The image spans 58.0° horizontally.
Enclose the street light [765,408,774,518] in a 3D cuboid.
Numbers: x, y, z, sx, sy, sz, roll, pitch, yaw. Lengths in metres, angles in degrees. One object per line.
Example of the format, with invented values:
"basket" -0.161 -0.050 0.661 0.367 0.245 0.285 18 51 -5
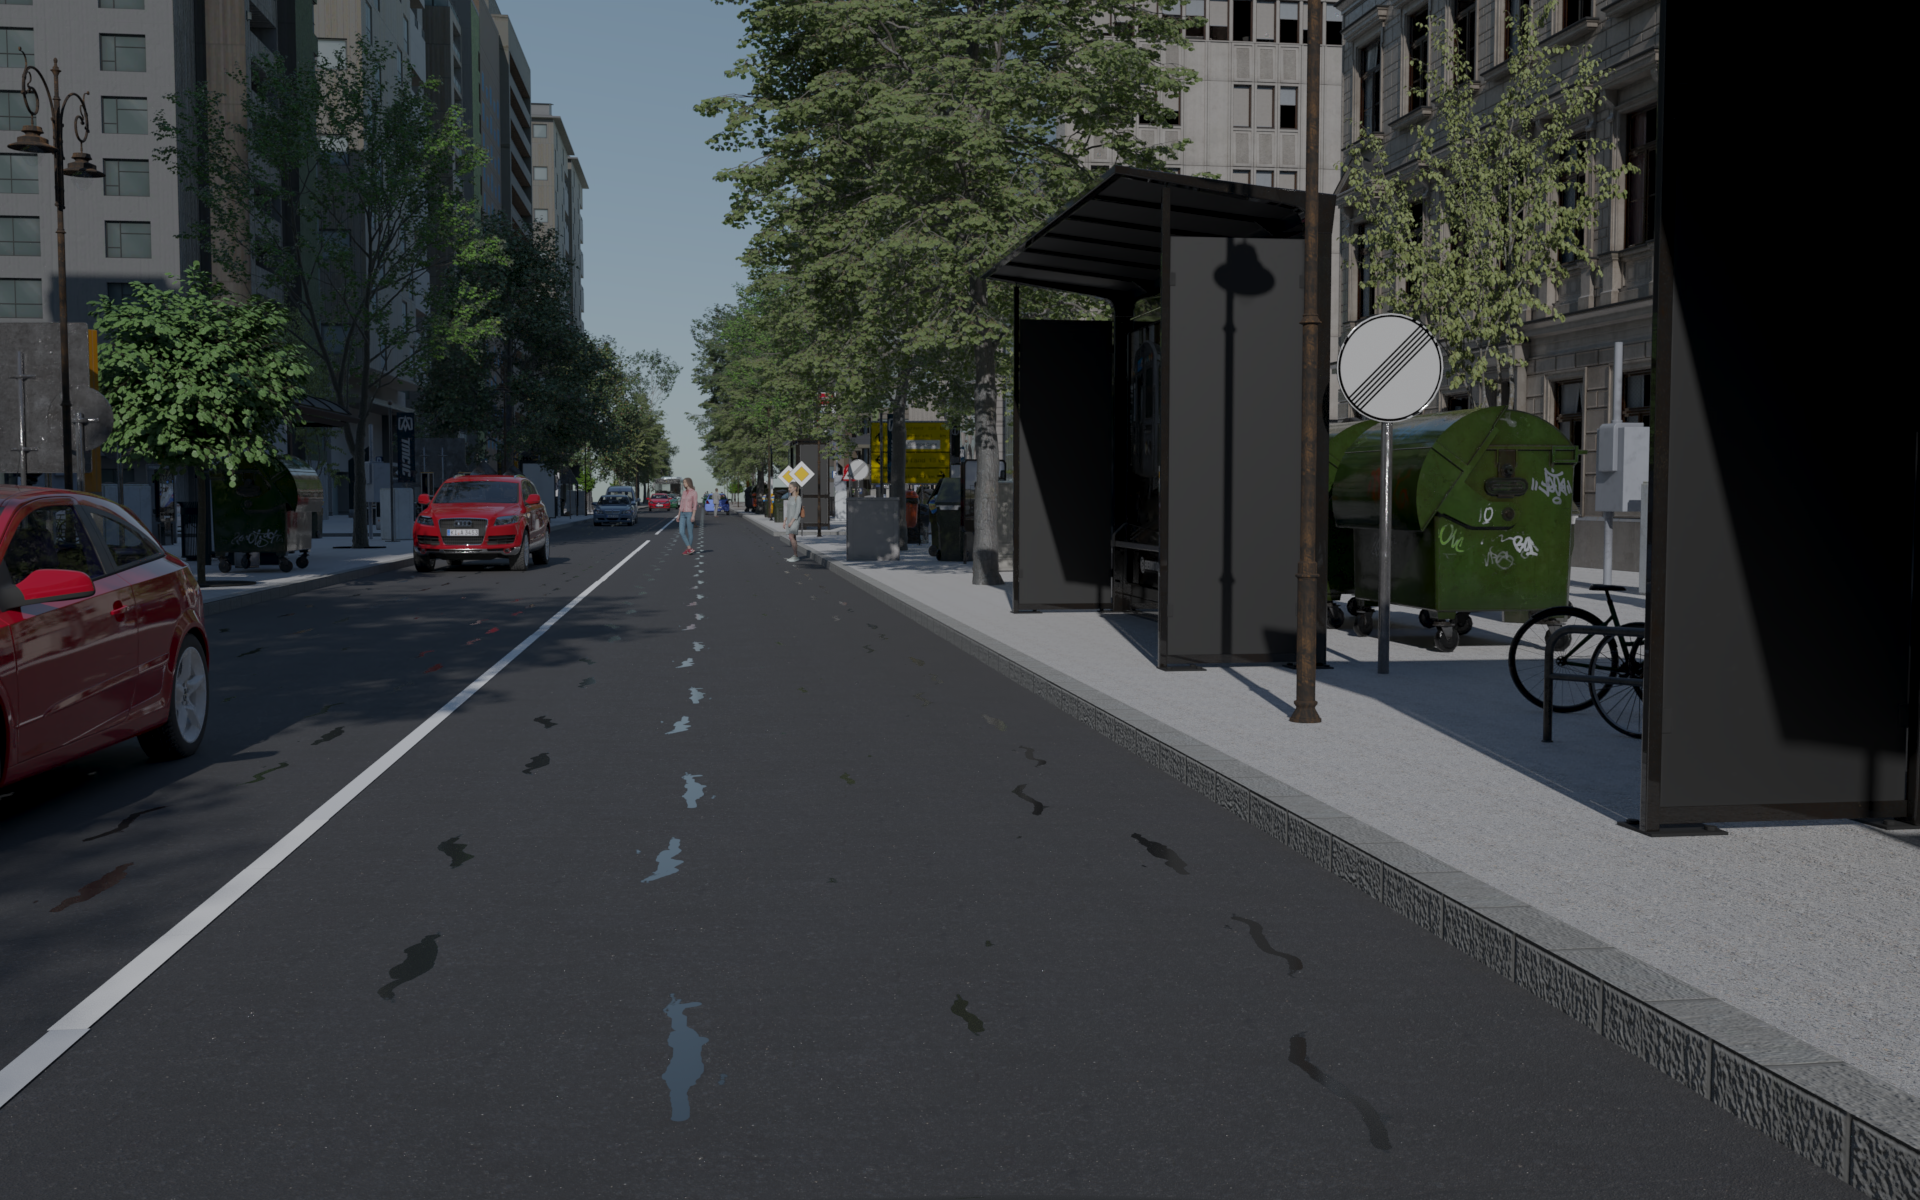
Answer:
"street light" -10.210 -7.329 92.612 0.468 5.910 1.993 -1 4 -8

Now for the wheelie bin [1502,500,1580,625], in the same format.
"wheelie bin" 5.729 -0.574 17.290 0.693 1.594 0.980 3 4 38

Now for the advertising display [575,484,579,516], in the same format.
"advertising display" -22.536 -5.912 101.882 0.123 1.923 0.974 -1 4 -17

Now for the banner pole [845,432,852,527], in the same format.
"banner pole" -4.312 -4.783 68.219 0.401 3.779 0.863 0 4 4

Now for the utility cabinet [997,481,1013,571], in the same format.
"utility cabinet" 0.968 -1.226 28.721 1.173 1.500 0.318 -1 4 -21

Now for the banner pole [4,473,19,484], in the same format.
"banner pole" -16.721 -2.486 30.666 0.863 3.779 0.401 1 4 21

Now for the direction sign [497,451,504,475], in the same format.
"direction sign" -23.326 -5.898 88.434 0.876 3.537 0.379 3 4 38

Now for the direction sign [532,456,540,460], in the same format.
"direction sign" -19.885 -5.512 82.116 0.379 3.537 0.876 3 5 43

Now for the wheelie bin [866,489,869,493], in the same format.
"wheelie bin" -6.051 -6.254 110.165 0.980 1.594 0.693 -3 5 -39

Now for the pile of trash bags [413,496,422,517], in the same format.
"pile of trash bags" -29.605 -5.207 94.888 1.912 1.369 3.447 1 4 15

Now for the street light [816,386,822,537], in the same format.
"street light" -4.206 -4.821 51.615 0.468 5.910 1.993 -1 4 -8

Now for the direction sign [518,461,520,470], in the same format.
"direction sign" -24.788 -6.428 97.103 0.379 3.537 0.876 1 4 12

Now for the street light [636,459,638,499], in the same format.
"street light" -33.004 -12.472 176.712 0.468 5.910 1.993 -1 4 -8

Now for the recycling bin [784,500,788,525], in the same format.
"recycling bin" -6.786 -3.599 71.397 0.722 1.027 0.722 2 4 31

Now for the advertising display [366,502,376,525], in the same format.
"advertising display" -24.396 -4.067 71.709 0.974 1.923 0.123 -1 4 -16

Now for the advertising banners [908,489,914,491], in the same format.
"advertising banners" -1.445 -3.264 49.553 0.090 3.025 2.074 -1 4 -8

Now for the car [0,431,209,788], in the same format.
"car" -4.897 0.070 7.902 2.155 1.783 4.494 0 4 -7

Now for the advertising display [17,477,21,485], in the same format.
"advertising display" -25.125 -2.549 46.885 0.974 1.923 0.123 1 4 21

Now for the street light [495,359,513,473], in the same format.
"street light" -15.616 -5.300 59.451 0.468 5.910 1.993 -1 4 -8

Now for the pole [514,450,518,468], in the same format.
"pole" -20.632 -5.304 80.566 0.158 3.312 0.155 0 3 0

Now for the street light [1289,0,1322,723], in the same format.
"street light" 1.949 -2.251 9.592 0.468 5.910 1.993 -1 4 -8

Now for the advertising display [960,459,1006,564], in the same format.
"advertising display" 0.434 -1.639 32.007 0.974 1.923 0.123 -3 4 -36

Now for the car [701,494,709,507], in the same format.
"car" -27.303 -10.889 189.835 2.131 1.459 4.920 -1 4 -10

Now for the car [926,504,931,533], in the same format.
"car" -0.339 -2.796 58.077 4.827 1.381 2.083 0 4 -7

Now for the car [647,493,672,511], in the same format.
"car" -25.601 -8.467 147.483 2.155 1.783 4.494 -1 4 -10

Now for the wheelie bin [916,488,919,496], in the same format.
"wheelie bin" -1.328 -3.555 66.028 0.693 1.594 0.980 3 4 37

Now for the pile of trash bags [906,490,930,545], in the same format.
"pile of trash bags" -1.647 -2.130 44.582 1.912 1.369 3.447 -1 4 -17

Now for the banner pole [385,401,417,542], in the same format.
"banner pole" -15.036 -3.457 46.532 0.863 3.779 0.401 -2 4 -24

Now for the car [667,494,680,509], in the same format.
"car" -27.369 -9.224 162.603 2.131 1.459 4.920 -1 4 -9

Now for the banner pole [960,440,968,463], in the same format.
"banner pole" 0.167 -5.544 80.657 0.401 3.779 0.863 -2 4 -33

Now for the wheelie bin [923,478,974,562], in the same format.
"wheelie bin" -0.067 -1.543 33.135 0.980 1.594 0.693 2 4 31

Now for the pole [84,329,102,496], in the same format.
"pole" -10.829 -1.697 21.595 0.158 3.312 0.155 0 3 0

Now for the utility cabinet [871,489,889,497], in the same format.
"utility cabinet" -3.582 -4.208 77.479 0.318 1.500 1.173 -2 4 -34

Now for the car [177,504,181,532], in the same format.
"car" -26.620 -2.523 53.614 4.827 1.381 2.083 0 4 -8

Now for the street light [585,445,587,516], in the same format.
"street light" -21.913 -7.860 101.302 0.468 5.910 1.993 -1 4 -8

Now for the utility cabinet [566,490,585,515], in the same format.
"utility cabinet" -23.253 -5.889 104.961 1.173 1.500 0.318 1 4 13

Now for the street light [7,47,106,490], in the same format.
"street light" -9.581 -2.797 18.524 0.468 5.910 1.993 -1 4 -8

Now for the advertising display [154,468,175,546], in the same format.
"advertising display" -19.819 -2.322 43.173 0.123 1.923 0.974 0 4 -4

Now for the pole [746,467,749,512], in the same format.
"pole" -15.303 -8.012 124.844 0.158 3.312 0.155 0 3 0

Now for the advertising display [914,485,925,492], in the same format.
"advertising display" -2.347 -5.634 97.326 0.123 1.923 0.974 -2 4 -25

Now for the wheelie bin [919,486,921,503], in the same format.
"wheelie bin" -0.212 -1.697 35.659 0.693 1.594 0.980 2 4 35

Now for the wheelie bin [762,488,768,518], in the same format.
"wheelie bin" -10.258 -5.291 94.408 0.980 1.594 0.693 -1 4 -22

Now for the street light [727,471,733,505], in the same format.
"street light" -27.586 -14.486 209.630 0.468 5.910 1.993 -1 4 -8

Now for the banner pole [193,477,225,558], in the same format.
"banner pole" -14.914 -2.718 34.458 0.401 3.779 0.863 2 4 25

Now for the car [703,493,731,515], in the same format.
"car" -16.826 -6.755 120.042 1.945 1.707 3.694 -1 4 -8

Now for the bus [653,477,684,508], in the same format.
"bus" -30.009 -11.276 179.214 2.948 3.499 13.247 0 4 -7

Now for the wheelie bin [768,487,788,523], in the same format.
"wheelie bin" -7.997 -4.273 77.764 0.980 1.594 0.693 0 4 -6

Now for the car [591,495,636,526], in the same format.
"car" -15.789 -4.104 79.098 2.014 1.417 4.499 -1 4 -9

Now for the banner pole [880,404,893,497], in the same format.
"banner pole" -1.921 -3.507 47.358 0.863 3.779 0.401 0 4 4

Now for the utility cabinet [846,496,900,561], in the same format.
"utility cabinet" -1.685 -1.364 33.457 1.020 1.237 0.306 0 4 -6

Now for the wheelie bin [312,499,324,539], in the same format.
"wheelie bin" -18.794 -2.574 49.990 0.980 1.594 0.693 0 4 -2

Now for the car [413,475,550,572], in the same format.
"car" -9.253 -1.535 33.777 2.281 1.827 5.304 0 4 -6

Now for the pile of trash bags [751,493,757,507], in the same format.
"pile of trash bags" -12.134 -6.366 113.842 3.447 1.369 1.912 -3 4 -36
